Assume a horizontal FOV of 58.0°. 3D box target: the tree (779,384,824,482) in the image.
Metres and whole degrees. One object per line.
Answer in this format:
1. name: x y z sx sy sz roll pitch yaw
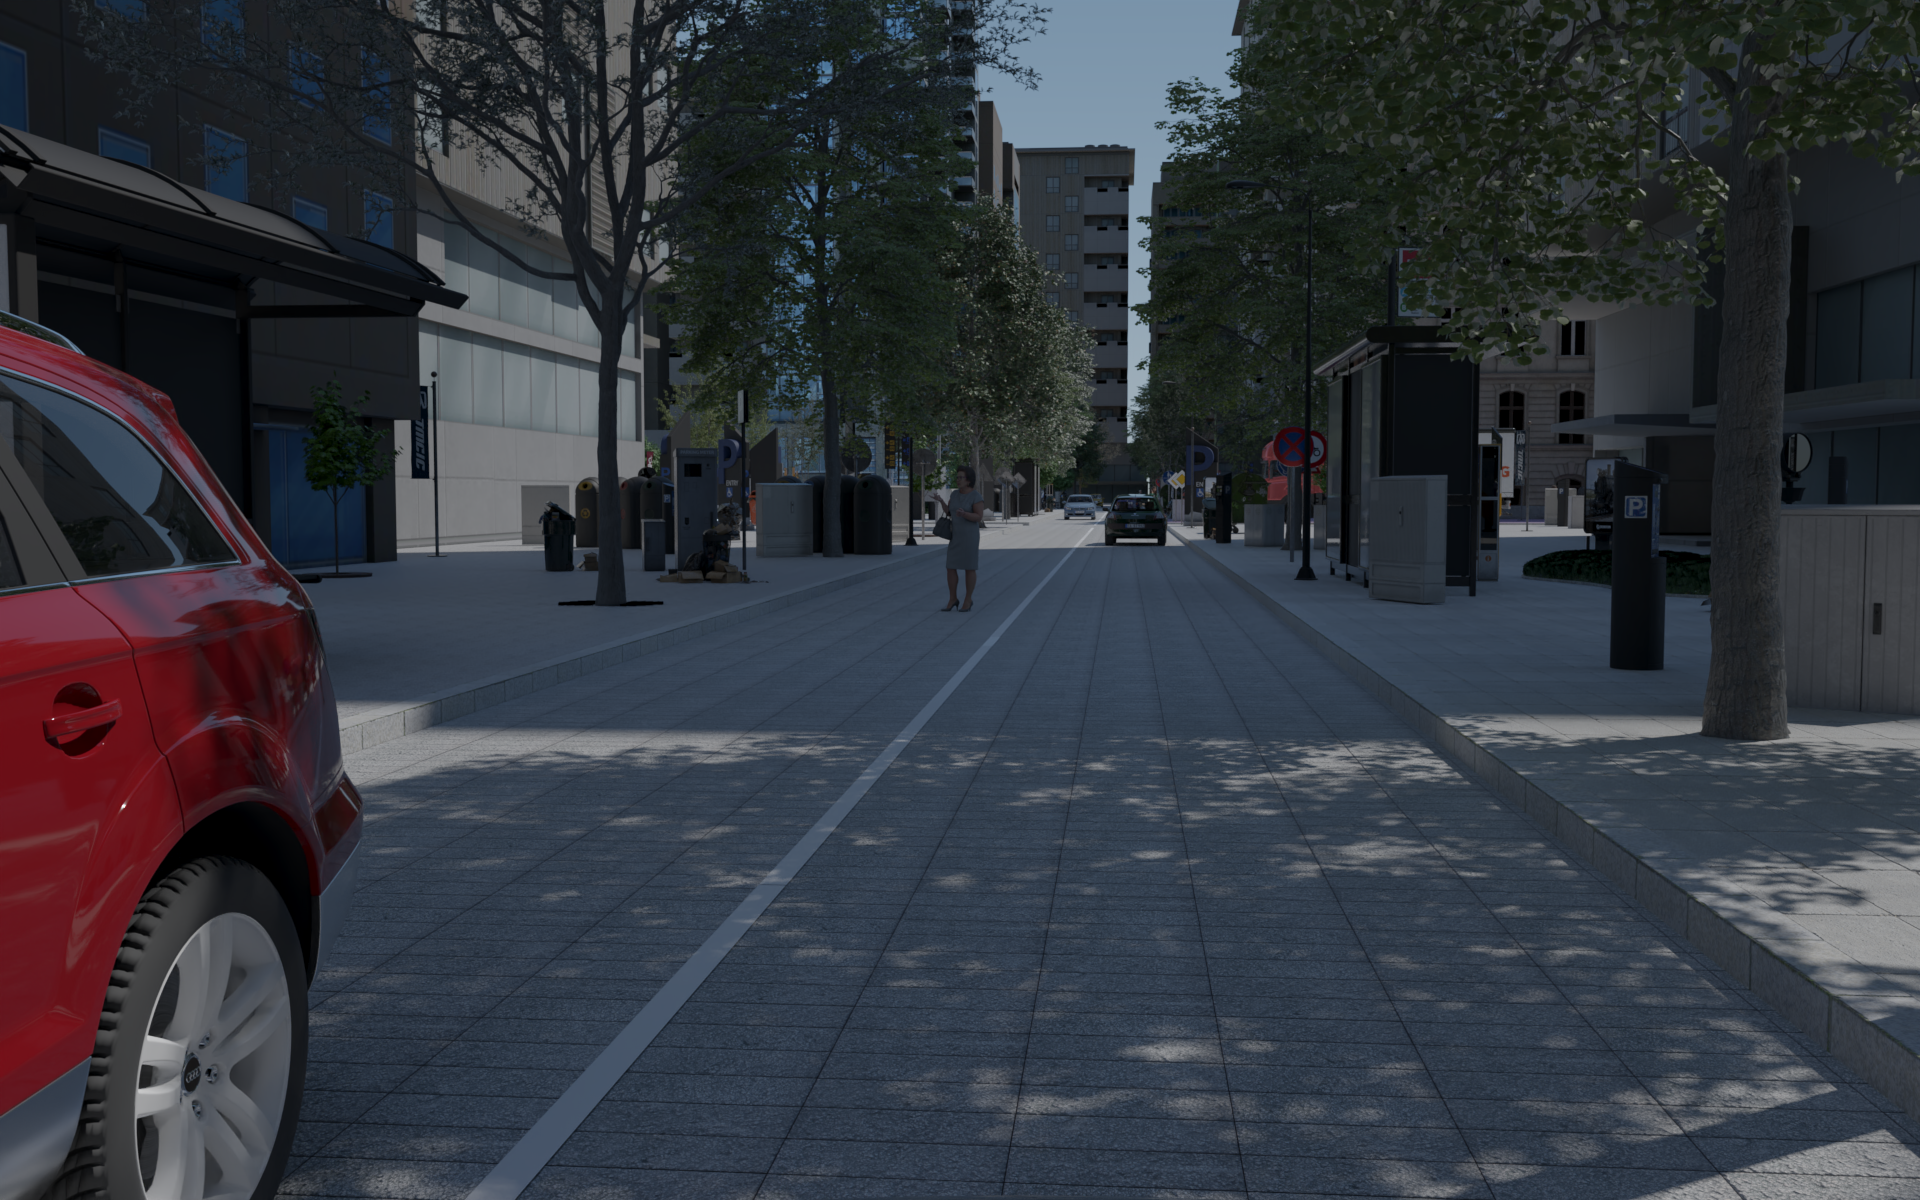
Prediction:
1. tree: -10.396 -10.155 116.402 4.360 8.622 3.978 0 3 0

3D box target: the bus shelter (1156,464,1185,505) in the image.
1. bus shelter: 14.452 -7.594 118.086 2.014 3.302 5.546 0 4 5

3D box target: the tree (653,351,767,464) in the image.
1. tree: -12.865 -8.336 86.659 4.737 8.622 4.395 0 3 0

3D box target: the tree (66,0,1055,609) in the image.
1. tree: -4.070 -6.688 19.721 12.009 13.543 11.850 0 3 0

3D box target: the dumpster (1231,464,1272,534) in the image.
1. dumpster: 9.421 -3.324 56.844 1.502 2.255 1.985 0 4 6

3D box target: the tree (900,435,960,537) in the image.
1. tree: -1.134 -3.503 51.881 1.663 3.219 1.824 0 3 0

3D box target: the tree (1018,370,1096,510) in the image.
1. tree: 7.632 -13.348 143.999 9.928 11.665 9.643 0 3 0

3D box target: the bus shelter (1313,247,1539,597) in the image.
1. bus shelter: 6.522 -2.946 25.795 2.179 5.291 8.768 0 4 5

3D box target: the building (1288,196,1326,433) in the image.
1. building: 26.253 -15.890 108.951 9.793 20.994 18.267 0 4 5

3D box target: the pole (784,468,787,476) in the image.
1. pole: -13.594 -8.641 135.125 0.158 3.312 0.155 0 3 0

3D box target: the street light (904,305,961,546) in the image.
1. street light: -0.675 -4.298 42.815 1.470 5.913 1.316 0 4 5

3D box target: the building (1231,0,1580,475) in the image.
1. building: 41.711 -35.500 169.656 28.713 52.752 27.495 0 4 5

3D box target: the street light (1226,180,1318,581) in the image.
1. street light: 4.630 -3.255 25.756 1.470 5.913 1.316 0 4 5

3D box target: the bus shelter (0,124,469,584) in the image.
1. bus shelter: -5.193 -1.060 11.260 2.014 3.302 5.546 0 4 5

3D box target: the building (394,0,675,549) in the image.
1. building: -24.399 -28.181 50.004 27.495 52.752 28.713 0 4 5

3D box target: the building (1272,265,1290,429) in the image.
1. building: 31.742 -19.335 135.214 14.460 24.649 34.723 0 4 5

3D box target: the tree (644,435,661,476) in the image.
1. tree: -17.458 -6.858 95.846 4.285 4.588 4.351 0 3 0

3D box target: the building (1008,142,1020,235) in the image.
1. building: -0.070 -34.662 216.840 14.200 45.320 14.600 0 4 5

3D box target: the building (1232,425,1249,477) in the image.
1. building: 40.243 -46.203 193.668 20.563 71.187 20.611 0 4 5

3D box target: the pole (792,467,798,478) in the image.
1. pole: -12.646 -8.437 131.792 0.158 3.312 0.155 0 3 0

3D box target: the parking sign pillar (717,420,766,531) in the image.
1. parking sign pillar: -7.969 -4.439 61.052 1.447 3.967 1.447 -3 5 -44

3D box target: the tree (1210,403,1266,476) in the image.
1. tree: 19.017 -10.297 118.717 4.737 8.622 4.395 0 3 0

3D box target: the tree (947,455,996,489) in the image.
1. tree: 0.466 -7.308 103.205 4.285 4.588 4.351 0 3 0

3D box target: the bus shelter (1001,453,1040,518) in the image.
1. bus shelter: 3.464 -7.410 98.782 2.179 5.291 8.768 0 4 6

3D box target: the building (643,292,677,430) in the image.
1. building: -47.041 -36.265 216.628 21.600 48.544 21.300 0 4 5

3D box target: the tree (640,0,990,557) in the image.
1. tree: -2.874 -7.122 34.575 7.486 12.596 7.792 0 3 0

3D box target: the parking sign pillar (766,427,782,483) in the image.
1. parking sign pillar: -7.883 -5.015 70.470 1.447 3.967 1.447 2 4 29

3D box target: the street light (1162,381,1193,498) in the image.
1. street light: 9.023 -6.047 71.407 1.470 5.913 1.316 0 4 5

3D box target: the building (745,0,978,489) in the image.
1. building: -8.348 -52.491 170.896 22.319 86.520 31.000 0 4 5

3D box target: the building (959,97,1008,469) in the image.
1. building: -2.647 -33.282 194.276 14.600 45.320 14.200 0 4 5

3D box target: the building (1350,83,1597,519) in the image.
1. building: 37.192 -16.666 91.573 34.723 24.649 14.460 0 4 5

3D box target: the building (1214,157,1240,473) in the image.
1. building: 38.266 -32.328 212.160 14.154 41.232 14.086 0 4 5

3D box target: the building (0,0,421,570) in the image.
1. building: -17.928 -22.975 25.746 14.600 45.320 14.200 0 4 5

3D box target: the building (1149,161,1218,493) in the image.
1. building: 38.523 -38.553 254.046 21.600 48.544 21.300 0 4 5

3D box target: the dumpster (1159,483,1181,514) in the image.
1. dumpster: 13.646 -6.696 111.973 1.502 2.255 1.985 0 4 5

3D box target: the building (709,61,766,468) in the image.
1. building: -21.533 -38.031 211.051 27.495 52.752 28.713 0 4 5

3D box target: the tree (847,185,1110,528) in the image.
1. tree: 0.512 -9.050 64.973 9.611 12.733 9.660 0 3 0

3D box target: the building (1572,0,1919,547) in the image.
1. building: 29.371 -27.488 38.665 28.713 52.752 27.495 0 4 5

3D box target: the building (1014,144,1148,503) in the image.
1. building: 14.475 -41.047 260.360 27.495 52.752 28.713 0 4 5

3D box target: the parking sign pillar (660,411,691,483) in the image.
1. parking sign pillar: -9.081 -4.086 55.271 1.447 3.967 1.447 1 4 19

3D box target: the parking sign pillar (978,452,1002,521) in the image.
1. parking sign pillar: 1.009 -5.744 82.382 1.447 3.967 1.447 3 5 40

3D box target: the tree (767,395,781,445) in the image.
1. tree: -14.181 -10.424 120.798 4.737 8.622 4.395 0 3 0

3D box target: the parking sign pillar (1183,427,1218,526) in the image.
1. parking sign pillar: 9.661 -4.944 69.302 1.447 3.967 1.447 1 4 16
